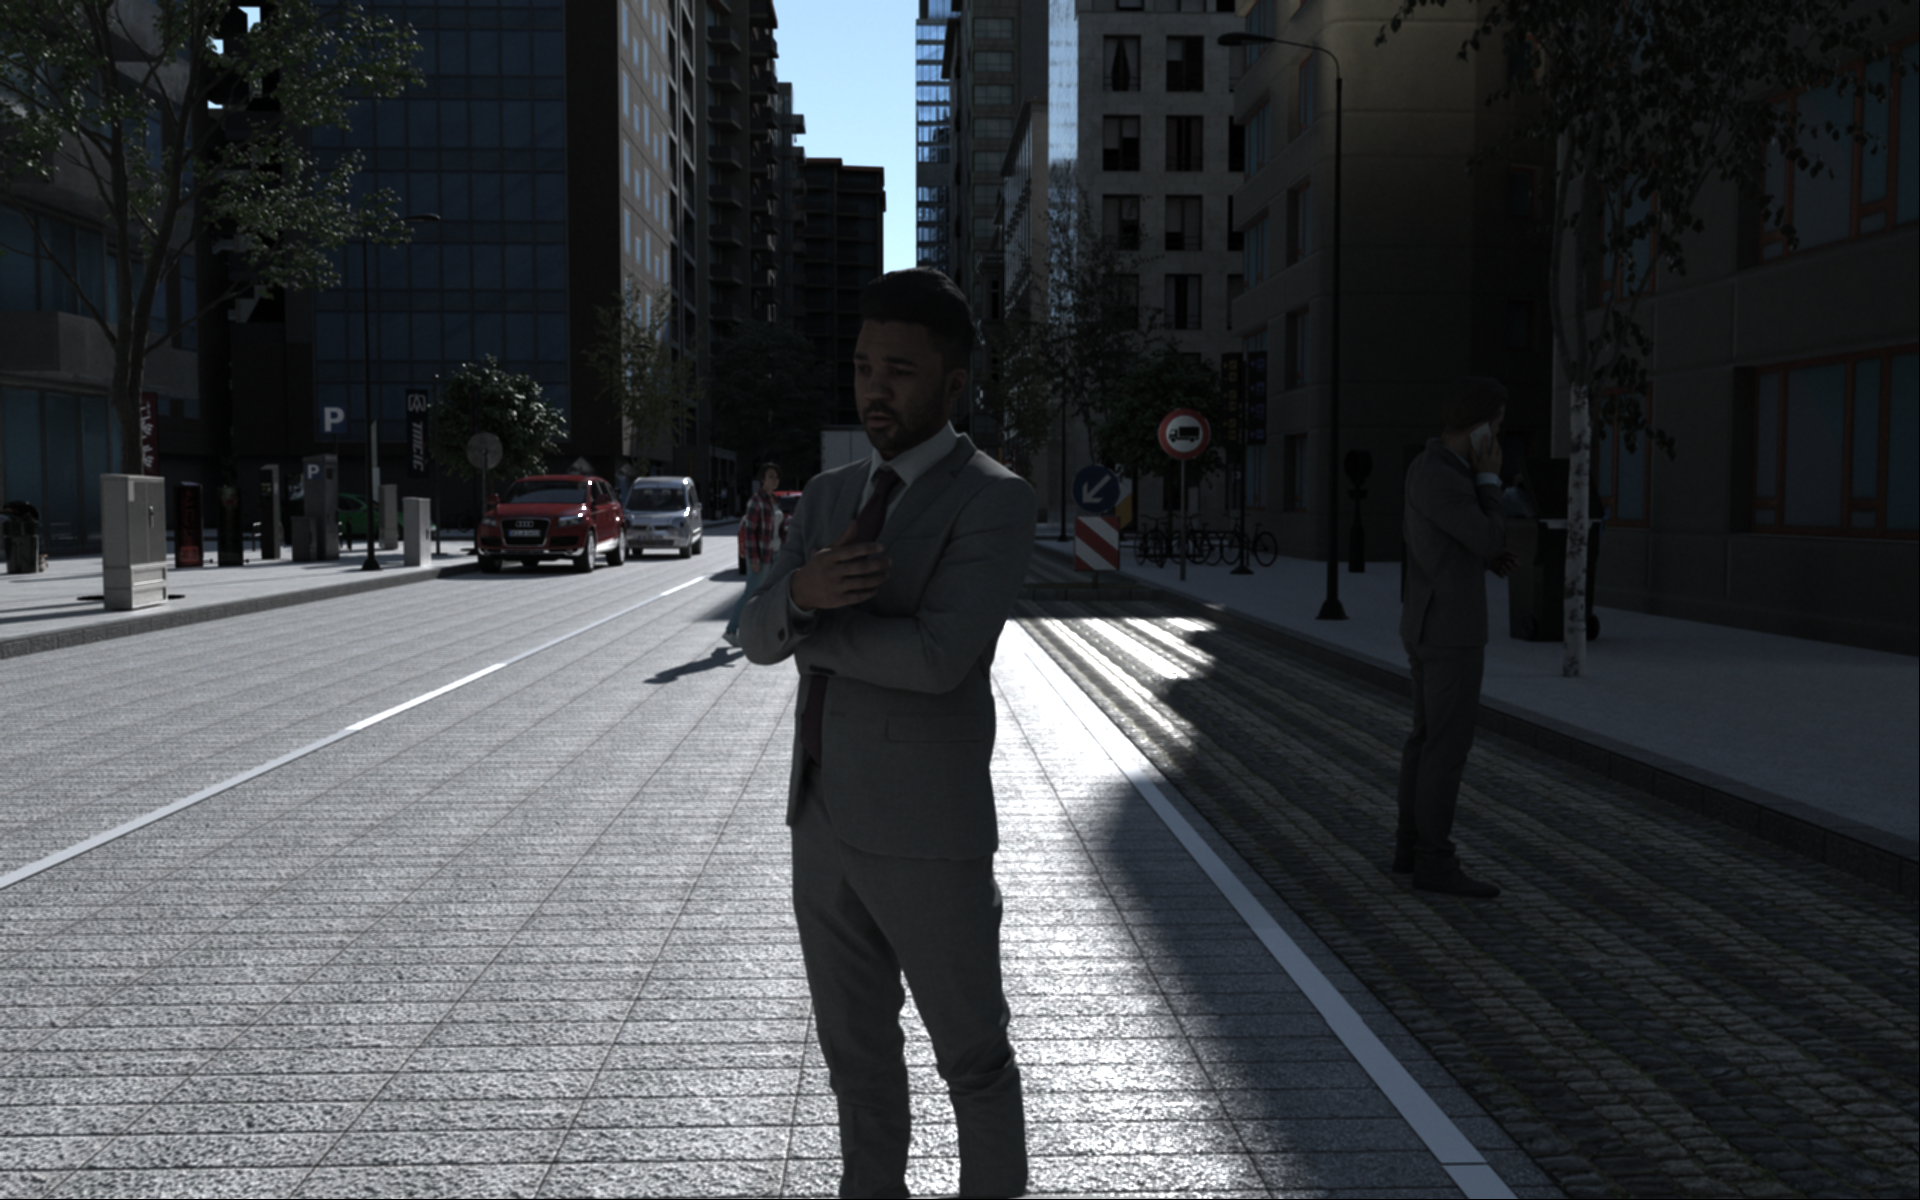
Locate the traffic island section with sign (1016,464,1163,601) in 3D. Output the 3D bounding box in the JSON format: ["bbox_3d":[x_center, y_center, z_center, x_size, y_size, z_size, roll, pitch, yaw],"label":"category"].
[{"bbox_3d":[1.691,-0.940,23.998,1.989,1.847,2.006,0,4,-2],"label":"traffic island section with sign"}]

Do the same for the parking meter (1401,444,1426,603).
[{"bbox_3d":[5.423,-0.902,20.455,0.399,1.863,0.255,-3,5,-44],"label":"parking meter"}]

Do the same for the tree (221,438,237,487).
[{"bbox_3d":[-36.563,-6.223,85.454,4.285,4.588,4.351,0,3,0],"label":"tree"}]

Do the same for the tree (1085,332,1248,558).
[{"bbox_3d":[4.356,-3.154,35.288,4.285,4.588,4.351,0,3,0],"label":"tree"}]

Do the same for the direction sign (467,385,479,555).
[{"bbox_3d":[-10.182,-2.712,36.334,0.379,3.537,0.876,-2,4,-27],"label":"direction sign"}]

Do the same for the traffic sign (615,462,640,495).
[{"bbox_3d":[-10.366,-3.082,54.030,0.795,2.450,0.064,0,4,-2],"label":"traffic sign"}]

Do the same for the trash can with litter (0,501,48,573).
[{"bbox_3d":[-15.266,-1.028,28.195,0.624,1.170,1.055,-1,4,-14],"label":"trash can with litter"}]

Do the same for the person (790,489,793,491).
[{"bbox_3d":[-11.753,-6.876,121.113,0.537,1.800,0.526,1,4,11],"label":"person"}]

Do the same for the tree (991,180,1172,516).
[{"bbox_3d":[3.063,-5.500,40.284,4.360,8.622,3.978,0,3,0],"label":"tree"}]

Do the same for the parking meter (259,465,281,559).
[{"bbox_3d":[-13.607,-1.739,34.148,0.255,1.863,0.399,0,4,-1],"label":"parking meter"}]

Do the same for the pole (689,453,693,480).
[{"bbox_3d":[-13.265,-5.605,85.482,0.158,3.312,0.155,0,3,0],"label":"pole"}]

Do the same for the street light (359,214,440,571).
[{"bbox_3d":[-9.328,-3.445,28.865,1.470,5.913,1.316,0,4,-2],"label":"street light"}]

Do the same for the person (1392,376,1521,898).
[{"bbox_3d":[1.820,0.123,6.299,0.447,1.846,0.655,0,4,1],"label":"person"}]

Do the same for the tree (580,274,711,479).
[{"bbox_3d":[-10.771,-6.647,59.034,4.737,8.622,4.395,0,3,0],"label":"tree"}]

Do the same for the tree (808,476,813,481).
[{"bbox_3d":[-15.879,-11.707,186.015,1.663,3.219,1.824,0,3,0],"label":"tree"}]

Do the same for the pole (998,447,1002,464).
[{"bbox_3d":[1.767,-5.013,75.811,0.158,3.312,0.155,0,3,0],"label":"pole"}]

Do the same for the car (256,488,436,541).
[{"bbox_3d":[-17.057,-2.415,48.285,4.718,1.807,1.959,0,4,-2],"label":"car"}]

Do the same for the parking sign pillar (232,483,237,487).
[{"bbox_3d":[-49.858,-8.006,119.378,1.447,3.967,1.447,0,4,8],"label":"parking sign pillar"}]

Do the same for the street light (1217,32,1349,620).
[{"bbox_3d":[3.282,-2.756,17.603,1.470,5.913,1.316,0,4,-2],"label":"street light"}]

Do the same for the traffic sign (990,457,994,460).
[{"bbox_3d":[0.821,-2.617,46.437,0.795,2.450,0.064,0,4,-2],"label":"traffic sign"}]

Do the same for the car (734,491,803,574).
[{"bbox_3d":[-3.175,-1.434,32.484,2.155,1.783,4.494,0,4,-4],"label":"car"}]

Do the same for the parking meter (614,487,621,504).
[{"bbox_3d":[-12.002,-3.181,60.425,0.372,1.533,0.369,0,3,0],"label":"parking meter"}]

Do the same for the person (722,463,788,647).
[{"bbox_3d":[-1.875,-0.425,16.284,0.643,1.720,0.563,1,4,21],"label":"person"}]

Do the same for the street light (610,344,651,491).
[{"bbox_3d":[-10.279,-4.973,53.851,1.470,5.913,1.316,0,4,-2],"label":"street light"}]

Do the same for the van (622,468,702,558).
[{"bbox_3d":[-6.904,-2.011,39.894,2.013,2.044,4.112,0,4,-4],"label":"van"}]

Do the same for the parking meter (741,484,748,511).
[{"bbox_3d":[-12.078,-5.581,96.959,0.255,1.863,0.399,-3,4,-38],"label":"parking meter"}]

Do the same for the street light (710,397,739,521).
[{"bbox_3d":[-11.290,-6.767,83.183,1.470,5.913,1.316,0,4,-2],"label":"street light"}]

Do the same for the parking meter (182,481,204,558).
[{"bbox_3d":[-15.390,-1.610,34.734,0.372,1.533,0.369,0,3,0],"label":"parking meter"}]

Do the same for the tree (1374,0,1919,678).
[{"bbox_3d":[4.546,-3.760,11.845,4.360,8.622,3.978,0,3,0],"label":"tree"}]

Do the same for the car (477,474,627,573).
[{"bbox_3d":[-7.749,-1.503,33.240,2.281,1.827,5.304,0,4,-1],"label":"car"}]

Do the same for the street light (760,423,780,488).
[{"bbox_3d":[-12.404,-8.570,112.666,1.470,5.913,1.316,0,4,-2],"label":"street light"}]

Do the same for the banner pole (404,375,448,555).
[{"bbox_3d":[-11.216,-2.835,36.362,0.863,3.779,0.401,-3,4,-36],"label":"banner pole"}]

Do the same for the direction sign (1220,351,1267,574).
[{"bbox_3d":[4.529,-2.185,27.723,0.379,3.537,0.876,-3,5,-44],"label":"direction sign"}]

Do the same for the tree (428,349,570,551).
[{"bbox_3d":[-10.618,-3.406,39.405,4.285,4.588,4.351,0,3,0],"label":"tree"}]

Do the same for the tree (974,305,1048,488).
[{"bbox_3d":[2.685,-7.205,68.162,4.737,8.622,4.395,0,3,0],"label":"tree"}]

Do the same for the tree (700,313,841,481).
[{"bbox_3d":[-13.592,-13.216,122.738,9.857,13.997,8.962,0,3,0],"label":"tree"}]

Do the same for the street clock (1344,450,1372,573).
[{"bbox_3d":[6.495,-1.452,28.305,0.358,2.002,0.471,-1,4,-23],"label":"street clock"}]

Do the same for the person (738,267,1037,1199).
[{"bbox_3d":[-0.135,0.356,2.866,0.511,1.800,0.466,2,4,26],"label":"person"}]

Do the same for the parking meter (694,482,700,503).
[{"bbox_3d":[-12.716,-4.780,83.866,0.255,1.863,0.399,0,4,-3],"label":"parking meter"}]

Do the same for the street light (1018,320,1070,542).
[{"bbox_3d":[2.243,-4.520,46.440,1.470,5.913,1.316,0,4,-2],"label":"street light"}]

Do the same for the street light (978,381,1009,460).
[{"bbox_3d":[1.449,-6.024,71.038,1.470,5.913,1.316,0,4,-2],"label":"street light"}]

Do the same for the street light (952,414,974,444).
[{"bbox_3d":[0.258,-7.838,100.693,1.470,5.913,1.316,0,4,-2],"label":"street light"}]

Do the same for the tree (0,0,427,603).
[{"bbox_3d":[-9.943,-5.805,20.661,9.928,11.665,9.643,0,3,0],"label":"tree"}]
